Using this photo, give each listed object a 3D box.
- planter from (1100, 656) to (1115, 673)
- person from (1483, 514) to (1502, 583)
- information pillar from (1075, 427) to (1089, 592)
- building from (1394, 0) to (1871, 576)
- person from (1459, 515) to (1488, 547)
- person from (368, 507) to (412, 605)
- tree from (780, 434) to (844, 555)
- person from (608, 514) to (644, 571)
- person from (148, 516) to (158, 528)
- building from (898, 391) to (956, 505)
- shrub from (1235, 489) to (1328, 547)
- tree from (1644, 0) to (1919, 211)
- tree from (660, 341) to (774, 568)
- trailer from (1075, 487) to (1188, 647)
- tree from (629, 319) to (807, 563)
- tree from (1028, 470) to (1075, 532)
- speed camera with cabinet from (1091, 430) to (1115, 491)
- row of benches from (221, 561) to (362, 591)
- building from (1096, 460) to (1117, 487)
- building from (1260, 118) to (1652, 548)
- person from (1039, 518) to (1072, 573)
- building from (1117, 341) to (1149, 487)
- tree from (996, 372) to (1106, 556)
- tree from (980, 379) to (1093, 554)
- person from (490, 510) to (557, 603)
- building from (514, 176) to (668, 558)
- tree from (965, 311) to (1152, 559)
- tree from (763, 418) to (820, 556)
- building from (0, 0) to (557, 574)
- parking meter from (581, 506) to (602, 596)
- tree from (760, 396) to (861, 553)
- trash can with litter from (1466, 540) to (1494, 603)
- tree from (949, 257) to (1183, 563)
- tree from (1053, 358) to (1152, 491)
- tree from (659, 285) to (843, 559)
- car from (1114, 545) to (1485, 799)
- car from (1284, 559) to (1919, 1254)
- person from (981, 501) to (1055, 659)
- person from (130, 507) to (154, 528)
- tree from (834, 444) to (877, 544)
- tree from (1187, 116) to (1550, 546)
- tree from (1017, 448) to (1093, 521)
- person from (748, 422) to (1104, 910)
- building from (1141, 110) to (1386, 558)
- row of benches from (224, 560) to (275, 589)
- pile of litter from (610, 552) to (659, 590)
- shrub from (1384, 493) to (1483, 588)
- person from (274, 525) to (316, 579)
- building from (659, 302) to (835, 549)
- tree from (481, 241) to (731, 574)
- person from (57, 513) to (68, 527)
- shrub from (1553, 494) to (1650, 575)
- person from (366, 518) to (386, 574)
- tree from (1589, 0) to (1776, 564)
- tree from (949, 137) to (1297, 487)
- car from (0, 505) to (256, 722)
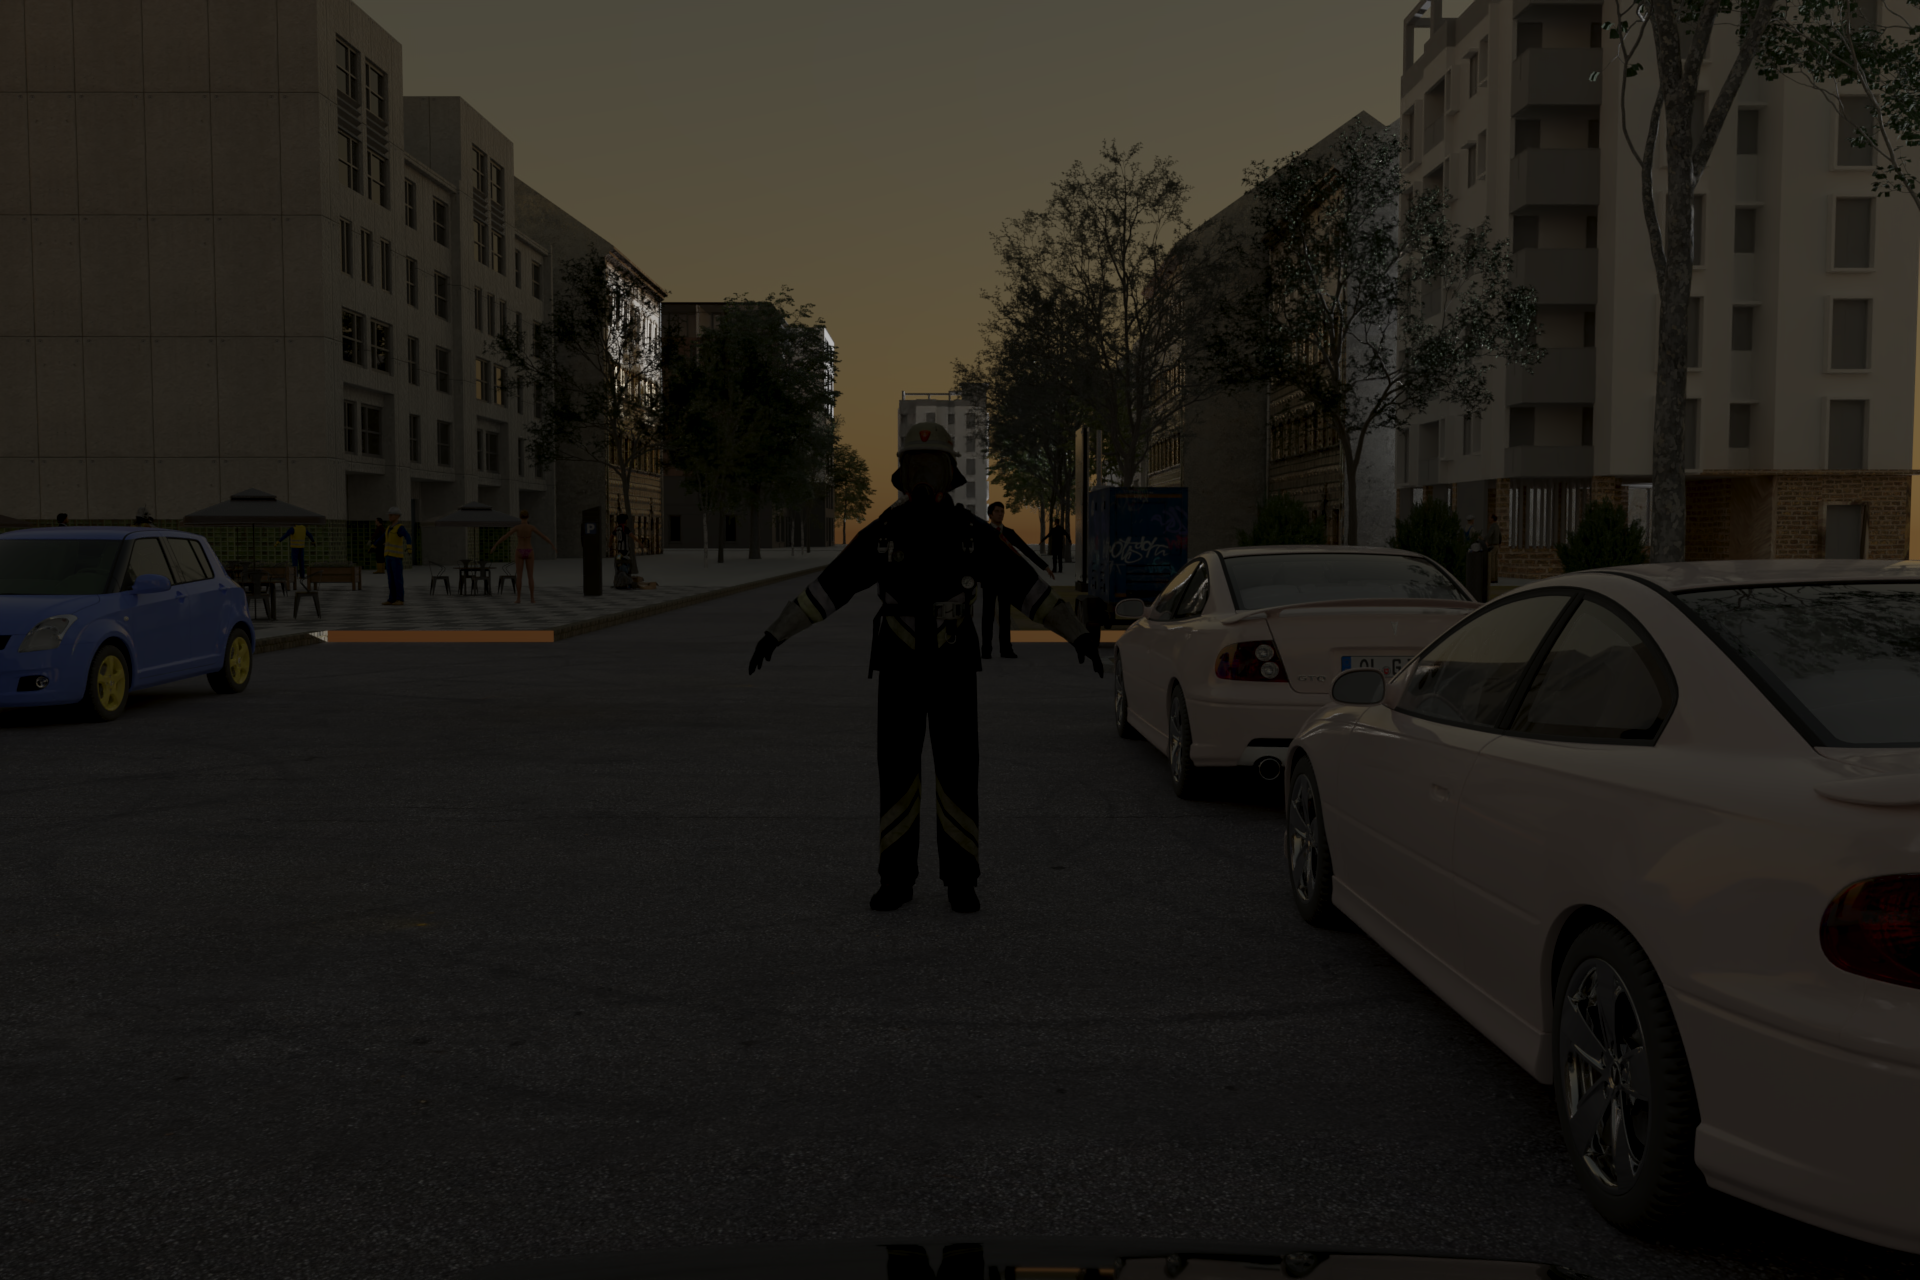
[{"bbox_3d":[2.474,0.166,18.432,1.991,0.319,1.994,0,4,0],"label":"planter"},{"bbox_3d":[13.900,-2.384,45.248,0.705,1.796,1.348,3,4,39],"label":"person"},{"bbox_3d":[2.740,-2.909,38.871,0.184,3.620,1.656,0,4,-1],"label":"information pillar"},{"bbox_3d":[20.928,-12.533,61.331,16.016,20.090,11.380,0,4,0],"label":"building"},{"bbox_3d":[14.957,-2.743,50.706,0.705,1.847,1.347,-1,4,-22],"label":"person"},{"bbox_3d":[-10.245,-1.511,31.173,1.216,1.772,0.721,3,4,36],"label":"person"},{"bbox_3d":[-9.976,-9.621,107.672,4.360,8.622,3.978,0,3,0],"label":"tree"},{"bbox_3d":[-8.971,-2.453,46.249,1.345,1.843,0.704,3,4,37],"label":"person"},{"bbox_3d":[-23.916,-2.751,51.158,1.347,1.806,0.705,-2,4,-31],"label":"person"},{"bbox_3d":[-7.590,-22.153,221.077,11.380,20.090,16.016,0,4,7],"label":"building"},{"bbox_3d":[5.680,-1.620,30.521,1.661,2.075,1.752,0,3,0],"label":"shrub"},{"bbox_3d":[21.976,-11.226,39.431,12.611,20.169,13.585,0,3,0],"label":"tree"},{"bbox_3d":[-9.806,-7.057,65.747,4.360,8.622,3.978,0,3,0],"label":"tree"},{"bbox_3d":[2.244,-0.971,22.925,1.471,1.999,3.904,0,4,-1],"label":"trailer"},{"bbox_3d":[-10.656,-8.662,76.042,8.767,10.594,7.601,0,4,5],"label":"tree"},{"bbox_3d":[5.913,-10.492,121.905,4.737,8.622,4.395,0,3,0],"label":"tree"},{"bbox_3d":[2.856,-2.327,32.379,0.660,3.252,2.038,0,4,-1],"label":"speed camera with cabinet"},{"bbox_3d":[-15.557,-1.452,39.210,4.104,0.672,1.422,0,4,-6],"label":"row of benches"},{"bbox_3d":[20.924,-15.453,194.808,9.099,9.664,28.070,0,4,0],"label":"building"},{"bbox_3d":[25.079,-15.232,79.966,19.493,23.208,18.063,0,4,0],"label":"building"},{"bbox_3d":[3.199,-3.121,57.258,1.346,1.802,0.704,-2,4,-33],"label":"person"},{"bbox_3d":[24.488,-18.095,162.314,16.747,18.905,31.486,0,4,0],"label":"building"},{"bbox_3d":[5.558,-10.838,102.961,9.928,11.665,9.643,0,3,0],"label":"tree"},{"bbox_3d":[4.979,-11.892,112.563,7.486,12.596,7.792,0,3,0],"label":"tree"},{"bbox_3d":[-8.104,-1.554,32.219,1.217,1.733,0.721,-1,4,-19],"label":"person"},{"bbox_3d":[-27.993,-16.458,100.010,19.493,23.208,18.063,0,4,-1],"label":"building"},{"bbox_3d":[5.322,-11.016,90.476,12.009,13.543,11.850,0,3,0],"label":"tree"},{"bbox_3d":[-9.654,-9.185,100.537,4.360,8.622,3.978,0,3,0],"label":"tree"},{"bbox_3d":[-28.511,-12.468,70.314,16.747,18.905,31.486,0,4,0],"label":"building"},{"bbox_3d":[-7.664,-1.854,36.023,0.399,1.863,0.255,0,4,1],"label":"parking meter"},{"bbox_3d":[-10.528,-11.192,117.398,8.767,10.594,7.601,2,4,32],"label":"tree"},{"bbox_3d":[5.785,-0.504,19.304,1.678,1.210,2.233,0,4,0],"label":"trash can with litter"},{"bbox_3d":[4.713,-10.190,76.974,12.009,13.543,11.850,0,3,0],"label":"tree"},{"bbox_3d":[5.717,-7.162,67.462,4.737,8.622,4.395,0,3,0],"label":"tree"},{"bbox_3d":[-10.666,-11.137,88.741,9.857,13.997,8.962,0,3,0],"label":"tree"},{"bbox_3d":[2.060,0.099,10.751,2.083,1.381,4.827,0,4,-1],"label":"car"},{"bbox_3d":[2.213,0.454,4.933,2.083,1.381,4.827,0,4,-1],"label":"car"},{"bbox_3d":[0.435,-0.694,19.993,1.347,1.806,0.705,-1,4,-18],"label":"person"},{"bbox_3d":[-17.355,-1.901,36.851,1.354,1.858,0.705,1,4,22],"label":"person"},{"bbox_3d":[-14.116,-18.273,216.890,7.486,12.596,7.792,0,3,0],"label":"tree"},{"bbox_3d":[8.826,-6.331,37.926,8.767,10.594,7.601,2,4,33],"label":"tree"},{"bbox_3d":[11.930,-18.648,215.260,12.009,13.543,11.850,0,3,0],"label":"tree"},{"bbox_3d":[-0.126,0.098,6.630,1.354,1.856,0.705,0,4,6],"label":"person"},{"bbox_3d":[20.968,-16.423,99.443,19.493,23.208,18.063,0,4,0],"label":"building"},{"bbox_3d":[-18.192,-1.552,40.840,4.104,0.672,1.422,1,4,11],"label":"row of benches"},{"bbox_3d":[-7.637,-1.625,40.533,1.176,0.858,1.719,0,4,-1],"label":"pile of litter"},{"bbox_3d":[8.527,-1.639,31.223,1.690,2.028,1.600,0,3,0],"label":"shrub"},{"bbox_3d":[-18.942,-2.661,49.473,0.705,1.833,1.349,2,4,33],"label":"person"},{"bbox_3d":[-27.233,-19.873,168.891,27.936,21.610,32.646,0,4,0],"label":"building"},{"bbox_3d":[-10.813,-7.411,55.578,7.601,10.594,8.767,1,4,21],"label":"tree"},{"bbox_3d":[-19.465,-1.901,37.802,1.216,1.740,0.721,3,4,37],"label":"person"},{"bbox_3d":[11.965,-1.703,32.270,1.690,2.028,1.600,0,3,0],"label":"shrub"},{"bbox_3d":[-18.724,-3.037,55.799,0.704,1.812,1.346,0,4,6],"label":"person"},{"bbox_3d":[10.083,-10.053,20.260,12.611,20.169,13.585,0,3,0],"label":"tree"},{"bbox_3d":[5.149,-8.743,53.322,12.009,13.543,11.850,0,3,0],"label":"tree"},{"bbox_3d":[-7.307,-0.288,14.304,1.945,1.707,3.694,0,4,0],"label":"car"}]
